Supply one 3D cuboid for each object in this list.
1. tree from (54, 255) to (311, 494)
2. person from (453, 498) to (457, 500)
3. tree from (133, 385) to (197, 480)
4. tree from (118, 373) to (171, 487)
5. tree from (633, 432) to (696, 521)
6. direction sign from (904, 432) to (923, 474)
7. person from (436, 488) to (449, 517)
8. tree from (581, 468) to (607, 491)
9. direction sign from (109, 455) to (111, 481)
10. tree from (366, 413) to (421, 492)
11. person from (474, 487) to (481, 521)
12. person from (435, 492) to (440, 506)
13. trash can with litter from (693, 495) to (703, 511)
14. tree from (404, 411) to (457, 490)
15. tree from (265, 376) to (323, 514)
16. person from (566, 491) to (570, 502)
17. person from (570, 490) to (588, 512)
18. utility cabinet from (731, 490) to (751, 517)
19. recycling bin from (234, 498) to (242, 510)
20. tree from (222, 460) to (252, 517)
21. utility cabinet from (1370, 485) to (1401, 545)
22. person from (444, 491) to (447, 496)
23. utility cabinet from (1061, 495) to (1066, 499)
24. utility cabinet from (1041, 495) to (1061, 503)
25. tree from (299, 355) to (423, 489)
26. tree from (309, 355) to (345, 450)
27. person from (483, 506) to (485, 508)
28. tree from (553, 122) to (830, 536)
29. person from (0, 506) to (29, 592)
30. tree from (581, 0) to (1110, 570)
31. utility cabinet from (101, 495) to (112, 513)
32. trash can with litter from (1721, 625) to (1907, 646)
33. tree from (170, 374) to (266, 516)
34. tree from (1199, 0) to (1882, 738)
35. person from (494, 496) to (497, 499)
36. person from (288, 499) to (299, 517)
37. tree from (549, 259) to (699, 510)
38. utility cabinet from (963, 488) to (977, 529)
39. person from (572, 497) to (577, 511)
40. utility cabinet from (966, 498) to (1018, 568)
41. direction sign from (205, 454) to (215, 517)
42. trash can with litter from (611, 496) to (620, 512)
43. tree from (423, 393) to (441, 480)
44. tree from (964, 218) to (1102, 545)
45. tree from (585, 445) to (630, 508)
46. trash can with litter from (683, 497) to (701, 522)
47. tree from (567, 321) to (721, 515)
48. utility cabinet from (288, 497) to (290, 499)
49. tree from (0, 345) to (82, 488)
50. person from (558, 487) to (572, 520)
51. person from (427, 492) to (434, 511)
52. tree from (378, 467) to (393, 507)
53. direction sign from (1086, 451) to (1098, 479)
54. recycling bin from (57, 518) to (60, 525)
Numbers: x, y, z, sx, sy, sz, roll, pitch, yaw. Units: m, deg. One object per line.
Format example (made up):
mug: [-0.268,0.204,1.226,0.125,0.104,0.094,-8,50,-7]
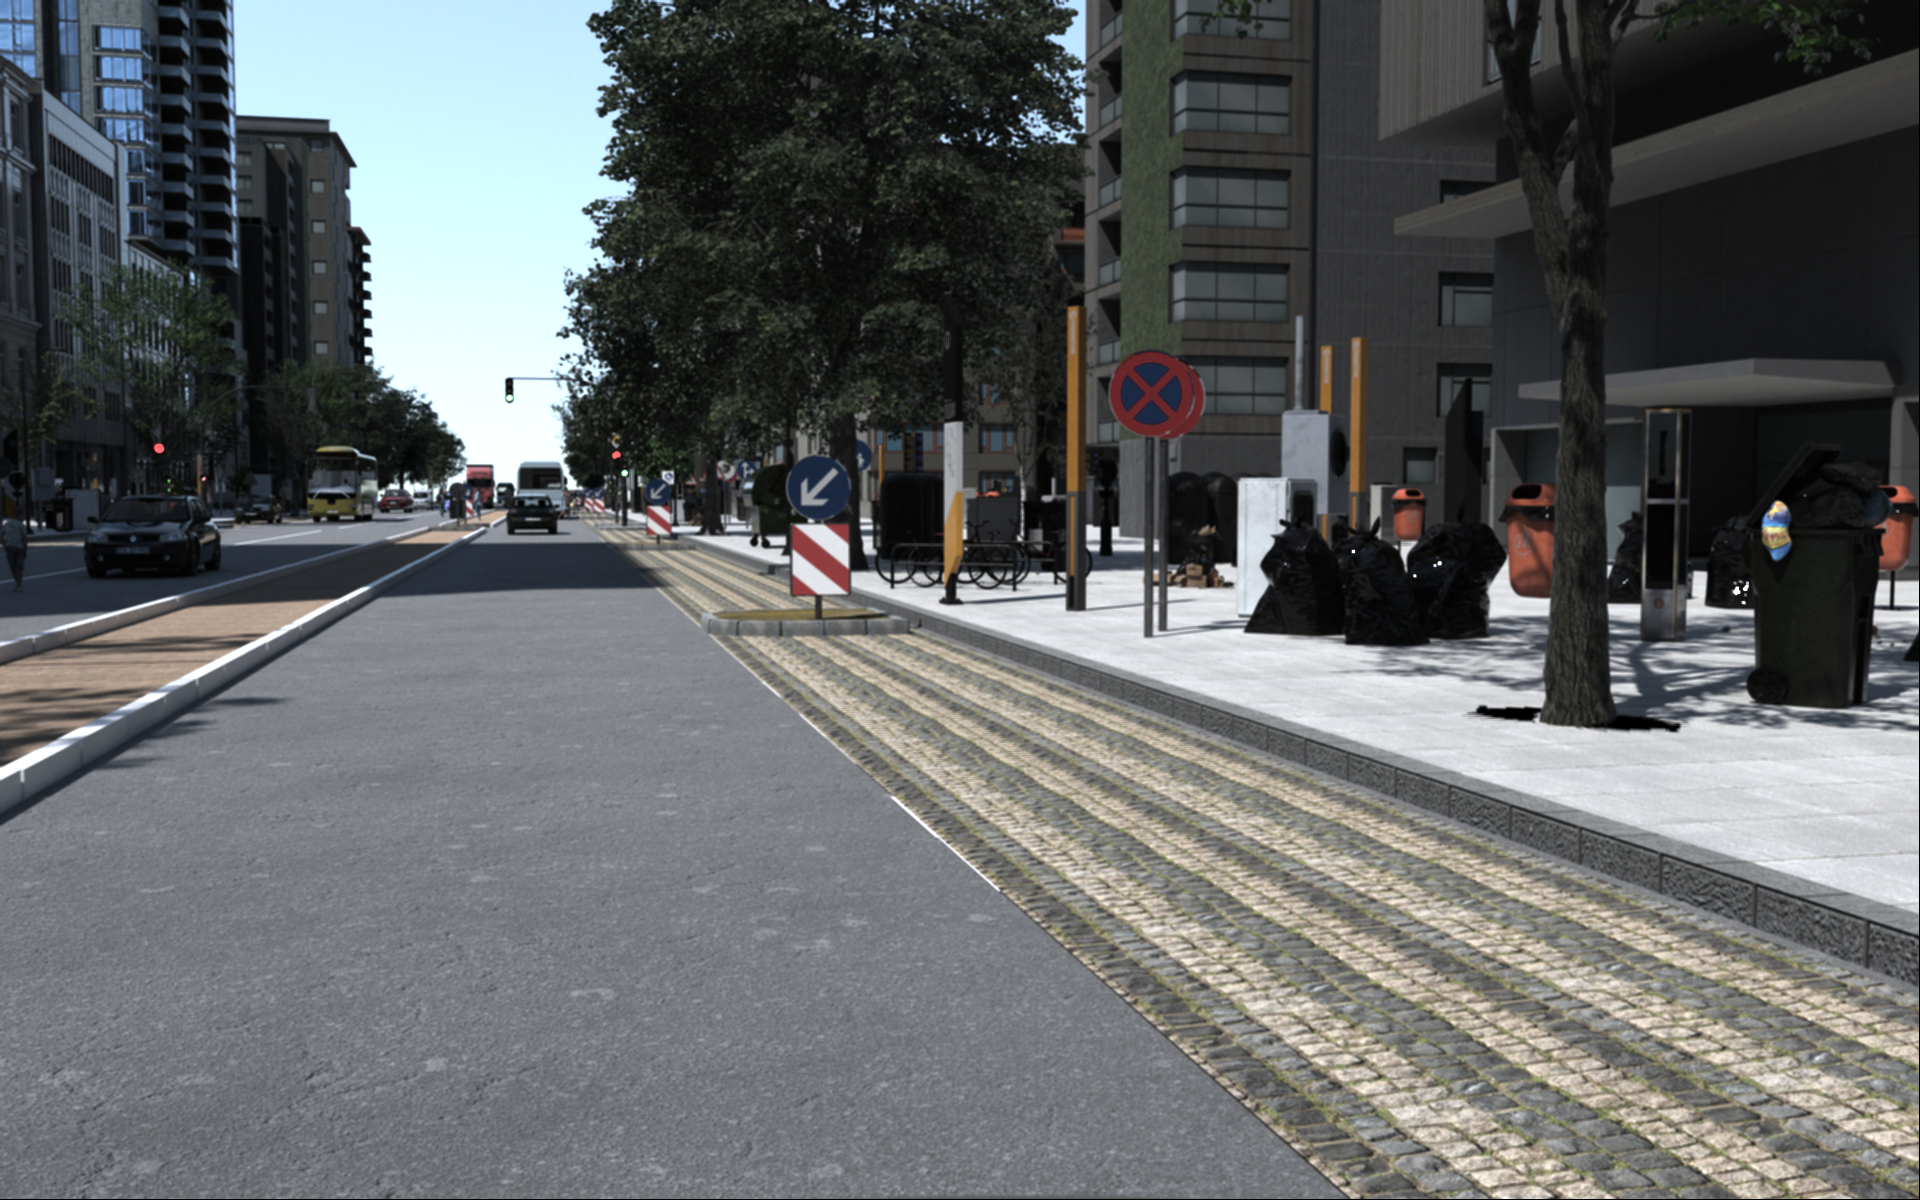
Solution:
tree: [-35.335,-9.225,76.581,9.928,11.665,9.643,0,3,0]
person: [-29.464,-5.658,101.356,0.624,1.780,0.694,0,4,0]
tree: [-52.896,-10.094,115.405,4.737,8.622,4.395,0,3,0]
tree: [-49.091,-9.519,105.997,4.360,8.622,3.978,0,3,0]
tree: [-14.131,-6.064,82.867,4.285,4.588,4.351,0,3,0]
direction sign: [-1.720,-4.397,63.882,0.876,3.537,0.379,-3,5,-40]
person: [-31.825,-5.962,106.333,0.721,1.781,0.623,3,4,37]
tree: [-45.047,-14.082,213.956,4.285,4.588,4.351,0,3,0]
direction sign: [-49.191,-6.643,100.609,0.379,3.537,0.876,0,4,-6]
tree: [-61.990,-15.483,187.562,8.767,10.594,7.601,1,4,19]
person: [-25.703,-5.115,92.395,0.793,1.790,0.793,-2,4,-28]
person: [-62.091,-12.060,206.475,0.721,1.735,1.217,3,4,37]
trash can with litter: [-14.702,-5.101,94.462,2.233,1.210,1.678,-2,4,-26]
tree: [-72.900,-19.523,237.325,7.486,12.596,7.792,0,3,0]
tree: [-42.385,-9.681,108.653,4.360,8.622,3.978,0,3,0]
person: [-33.516,-8.473,147.789,0.466,1.731,0.760,-1,4,-22]
person: [-30.994,-8.098,141.121,1.509,1.804,0.699,-1,4,-18]
utility cabinet: [-11.794,-5.218,93.995,1.173,1.500,0.318,0,4,1]
recycling bin: [-45.570,-5.954,109.900,0.722,1.027,0.722,-3,5,-45]
tree: [-40.433,-6.301,97.617,1.663,3.219,1.824,0,3,0]
utility cabinet: [10.539,-2.091,42.864,0.318,1.500,1.173,3,4,37]
person: [-45.403,-8.768,152.572,0.721,1.743,1.217,3,4,38]
utility cabinet: [5.219,-4.682,87.716,1.020,1.237,0.306,-2,4,-30]
utility cabinet: [4.359,-4.464,84.146,0.306,1.237,1.020,-2,4,-33]
tree: [-55.015,-15.377,158.072,9.857,13.997,8.962,0,3,0]
tree: [-48.501,-12.447,129.260,9.928,11.665,9.643,0,3,0]
person: [-49.069,-10.431,178.984,1.348,1.831,0.705,-2,4,-24]
tree: [-7.787,-8.342,53.399,9.611,12.733,9.660,0,3,0]
person: [-13.905,-0.752,25.485,0.332,1.250,0.352,1,4,20]
tree: [-1.918,-7.488,29.082,9.857,13.997,8.962,0,3,0]
utility cabinet: [-50.927,-5.609,102.871,1.020,1.237,0.306,0,4,0]
trash can with litter: [7.868,-0.288,15.763,1.678,1.210,2.233,2,4,29]
tree: [-43.660,-9.269,101.906,4.360,8.622,3.978,0,3,0]
tree: [3.291,-5.115,9.392,9.928,11.665,9.643,0,3,0]
person: [-47.520,-10.197,175.160,1.348,1.831,0.705,-2,4,-24]
person: [-38.565,-5.275,100.240,1.012,1.151,0.738,3,5,43]
tree: [-26.129,-17.241,137.772,12.611,20.169,13.585,0,3,0]
utility cabinet: [0.293,-3.359,63.592,0.318,1.500,1.173,-1,4,-16]
person: [-28.993,-7.161,130.265,0.352,1.250,0.332,-1,4,-11]
utility cabinet: [0.563,-1.173,30.335,0.306,1.237,1.020,3,5,45]
direction sign: [-42.412,-6.481,97.966,0.876,3.537,0.379,3,5,40]
trash can with litter: [-25.126,-7.052,126.694,0.624,1.170,1.055,-2,4,-30]
tree: [-65.482,-18.089,202.408,9.857,13.997,8.962,0,3,0]
tree: [1.578,-5.654,42.810,4.360,8.622,3.978,0,3,0]
tree: [-30.342,-12.513,154.949,4.360,8.622,3.978,0,3,0]
trash can with litter: [-12.094,-4.106,78.521,0.624,1.170,1.055,-3,5,-45]
tree: [-16.028,-9.635,91.941,8.767,10.594,7.601,1,4,11]
utility cabinet: [-50.241,-7.221,129.220,0.306,1.237,1.020,0,4,-7]
tree: [-45.056,-8.216,84.687,4.737,8.622,4.395,0,3,0]
person: [-21.513,-5.251,94.444,0.778,1.811,0.616,-2,4,-35]
person: [-44.289,-8.234,144.944,0.330,1.601,0.589,3,5,43]
tree: [-59.233,-11.728,175.464,4.285,4.588,4.351,0,3,0]
direction sign: [6.919,-6.076,91.341,0.876,3.537,0.379,-2,4,-32]
recycling bin: [-37.470,-3.682,72.748,0.722,1.027,0.722,3,5,40]
